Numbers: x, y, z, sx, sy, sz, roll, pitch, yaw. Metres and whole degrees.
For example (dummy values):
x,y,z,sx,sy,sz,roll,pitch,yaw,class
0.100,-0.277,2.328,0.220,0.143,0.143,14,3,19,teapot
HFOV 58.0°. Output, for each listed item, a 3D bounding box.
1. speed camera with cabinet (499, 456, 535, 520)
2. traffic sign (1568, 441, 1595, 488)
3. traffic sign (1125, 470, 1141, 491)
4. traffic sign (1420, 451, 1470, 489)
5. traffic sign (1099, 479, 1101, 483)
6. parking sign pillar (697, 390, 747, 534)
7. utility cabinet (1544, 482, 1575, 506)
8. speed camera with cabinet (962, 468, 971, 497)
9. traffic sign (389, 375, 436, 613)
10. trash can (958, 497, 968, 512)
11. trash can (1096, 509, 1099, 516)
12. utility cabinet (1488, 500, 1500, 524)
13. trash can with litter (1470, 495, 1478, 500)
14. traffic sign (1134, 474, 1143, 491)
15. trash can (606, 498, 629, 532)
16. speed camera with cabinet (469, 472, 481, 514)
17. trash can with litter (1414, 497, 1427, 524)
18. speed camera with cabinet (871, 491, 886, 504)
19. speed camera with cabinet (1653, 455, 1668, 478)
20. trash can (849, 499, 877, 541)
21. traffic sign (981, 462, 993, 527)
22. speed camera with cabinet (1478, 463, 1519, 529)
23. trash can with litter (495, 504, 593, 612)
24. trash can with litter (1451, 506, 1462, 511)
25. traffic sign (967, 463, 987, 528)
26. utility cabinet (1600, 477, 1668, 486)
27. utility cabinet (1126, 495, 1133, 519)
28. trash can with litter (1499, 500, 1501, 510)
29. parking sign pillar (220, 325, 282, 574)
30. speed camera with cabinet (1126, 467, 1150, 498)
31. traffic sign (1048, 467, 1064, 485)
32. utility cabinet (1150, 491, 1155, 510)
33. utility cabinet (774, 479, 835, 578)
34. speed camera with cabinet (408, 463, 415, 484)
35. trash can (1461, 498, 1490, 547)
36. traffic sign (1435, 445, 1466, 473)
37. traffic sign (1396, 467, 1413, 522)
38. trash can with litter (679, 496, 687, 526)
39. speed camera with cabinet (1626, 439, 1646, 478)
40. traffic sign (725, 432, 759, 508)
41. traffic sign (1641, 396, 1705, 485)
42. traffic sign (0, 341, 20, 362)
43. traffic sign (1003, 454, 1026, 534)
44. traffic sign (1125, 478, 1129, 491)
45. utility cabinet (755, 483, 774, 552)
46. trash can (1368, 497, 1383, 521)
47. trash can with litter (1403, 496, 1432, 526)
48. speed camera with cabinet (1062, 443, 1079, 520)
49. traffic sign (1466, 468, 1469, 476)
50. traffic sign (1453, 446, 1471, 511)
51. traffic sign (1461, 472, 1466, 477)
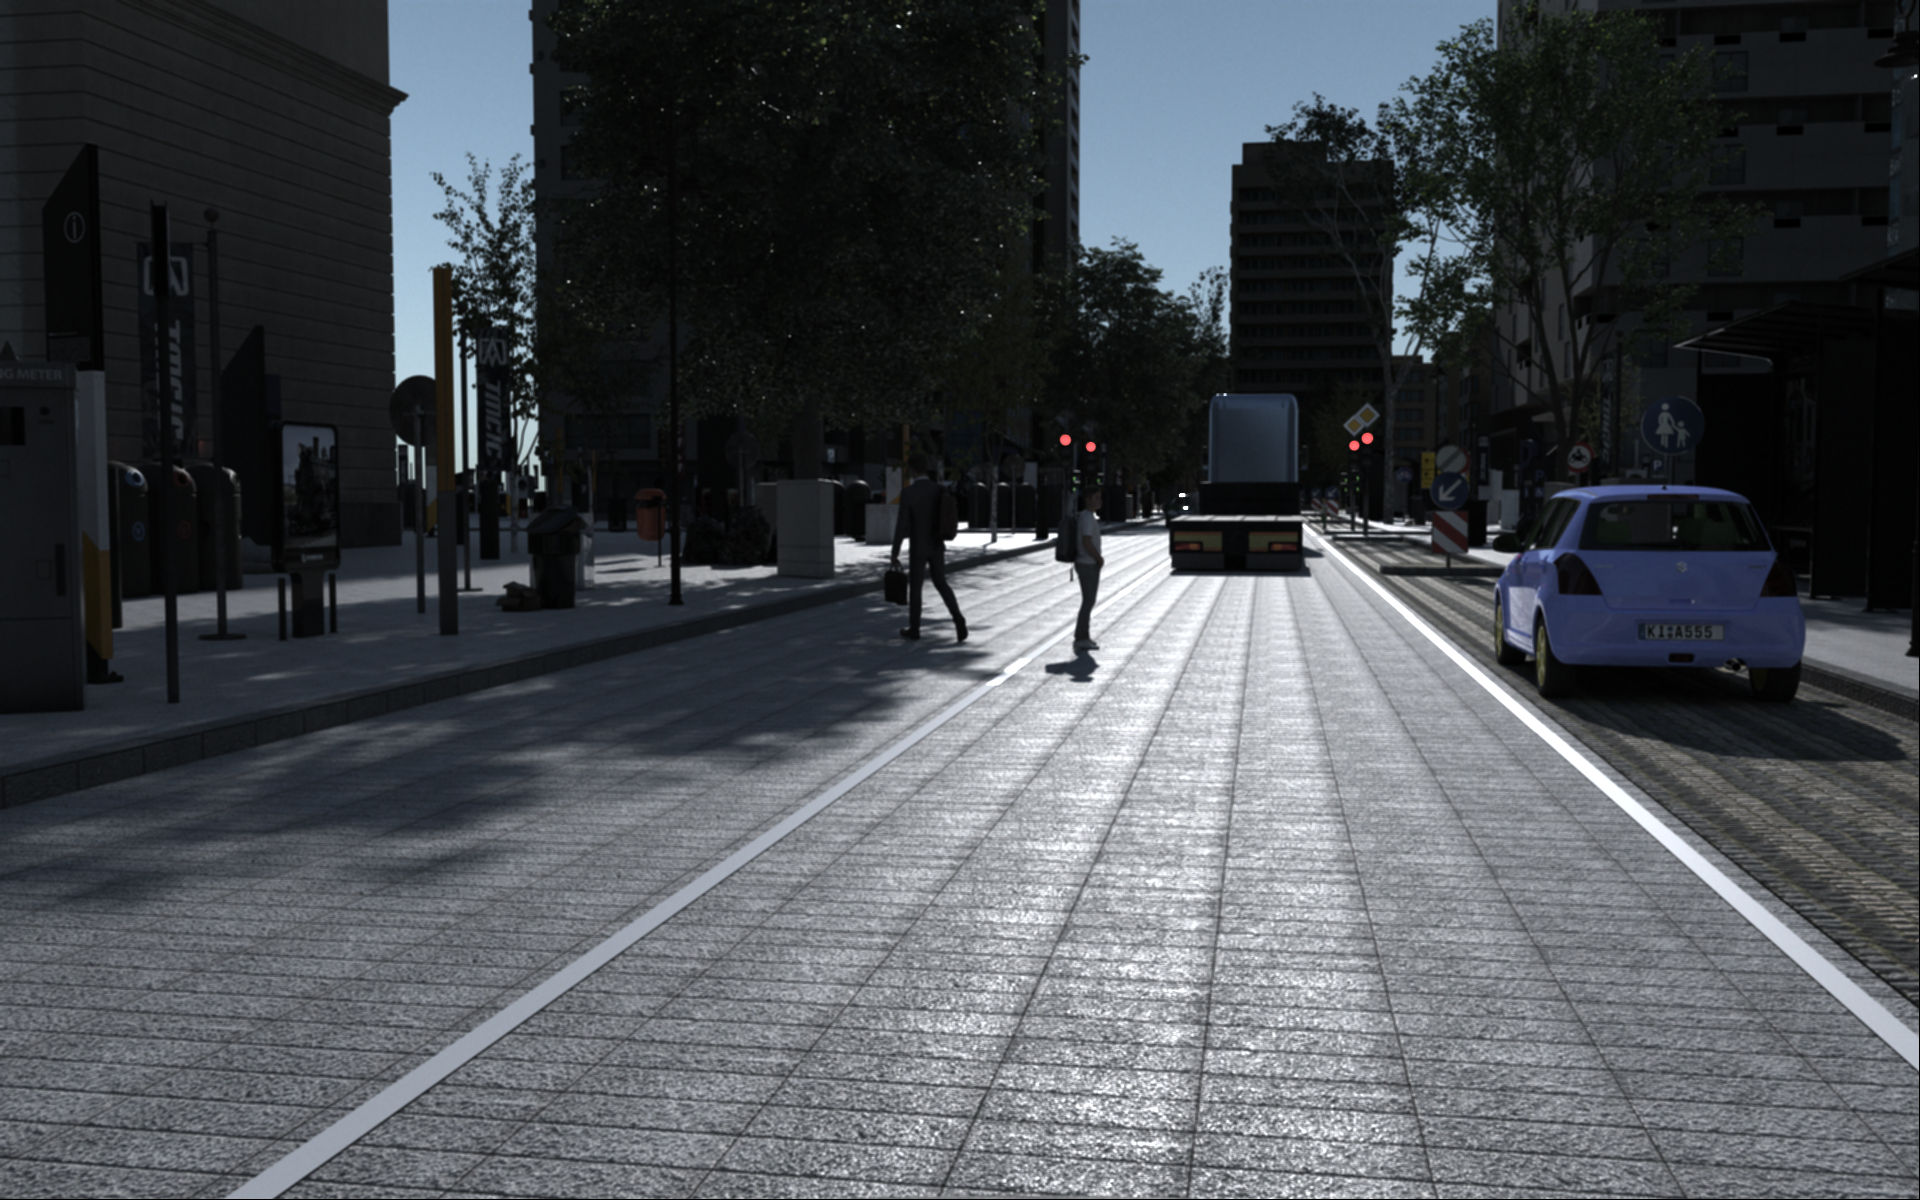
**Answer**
x,y,z,sx,sy,sz,roll,pitch,yaw,class
-22.169,-5.626,86.315,2.038,3.252,0.660,2,4,27,speed camera with cabinet
14.856,-2.542,41.667,0.768,2.556,0.104,1,4,15,traffic sign
9.399,-5.749,94.005,0.884,2.594,0.081,1,4,12,traffic sign
23.047,-5.408,82.297,2.265,3.308,0.079,1,4,13,traffic sign
9.099,-6.803,111.328,0.768,2.556,0.104,1,4,15,traffic sign
-5.970,-3.360,43.406,1.447,3.967,1.447,2,4,35,parking sign pillar
11.283,-1.463,32.597,0.318,1.500,1.173,2,4,32,utility cabinet
0.417,-8.333,130.587,0.660,3.252,2.038,3,5,45,speed camera with cabinet
-5.811,-1.131,18.604,0.768,2.556,0.104,1,4,18,traffic sign
0.182,-4.695,88.421,0.748,1.137,0.748,0,3,0,trash can
8.112,-5.392,99.810,0.748,1.137,0.748,0,3,0,trash can
22.723,-3.855,74.188,1.020,1.237,0.306,-3,5,-43,utility cabinet
30.306,-5.623,102.996,1.678,1.210,2.233,-3,5,-40,trash can with litter
10.914,-6.544,107.100,0.768,2.556,0.104,1,4,14,traffic sign
-11.494,-2.841,58.103,0.748,1.137,0.748,0,3,0,trash can
-30.876,-7.087,110.207,0.660,3.252,2.038,2,4,31,speed camera with cabinet
19.294,-3.756,72.791,0.624,1.170,1.055,1,4,15,trash can with litter
-3.409,-5.585,85.656,2.038,3.252,0.660,0,4,1,speed camera with cabinet
32.220,-5.290,80.825,0.660,3.252,2.038,-2,4,-25,speed camera with cabinet
-2.658,-2.188,47.426,0.748,1.137,0.748,0,3,0,trash can
1.125,-4.172,68.316,0.768,2.556,0.104,1,4,11,traffic sign
20.141,-4.260,63.988,0.660,3.252,2.038,-2,4,-31,speed camera with cabinet
-4.619,-0.479,19.216,0.624,1.170,1.055,2,4,27,trash can with litter
14.846,-2.424,51.015,0.624,1.170,1.055,-1,4,-9,trash can with litter
0.616,-3.872,64.496,0.795,2.450,0.064,1,4,20,traffic sign
9.166,-0.910,23.558,1.173,1.500,0.318,-2,4,-35,utility cabinet
8.353,-4.737,88.609,1.020,1.237,0.306,3,5,42,utility cabinet
28.707,-4.970,92.642,0.624,1.170,1.055,2,4,35,trash can with litter
-11.593,-2.432,28.239,1.447,3.967,1.447,3,4,38,parking sign pillar
10.925,-7.039,109.424,2.038,3.252,0.660,1,4,14,speed camera with cabinet
3.666,-3.922,66.257,0.606,2.300,0.079,1,4,16,traffic sign
14.890,-7.697,134.528,0.318,1.500,1.173,1,4,12,utility cabinet
-2.371,-1.098,26.636,0.318,1.500,1.173,-3,4,-38,utility cabinet
-34.886,-7.003,108.832,0.660,3.252,2.038,2,4,32,speed camera with cabinet
12.610,-1.886,42.482,0.748,1.137,0.748,0,3,0,trash can
12.777,-2.757,45.189,0.768,2.556,0.104,1,4,12,traffic sign
20.752,-4.942,80.906,0.768,2.556,0.104,1,4,16,traffic sign
-10.951,-3.605,69.996,1.678,1.210,2.233,1,4,12,trash can with litter
23.802,-4.194,62.912,2.038,3.252,0.660,1,4,22,speed camera with cabinet
-4.469,-2.157,35.379,0.768,2.556,0.104,1,4,18,traffic sign
9.244,-1.371,22.527,0.768,2.556,0.104,1,4,18,traffic sign
-8.080,-0.901,14.730,0.884,2.594,0.081,1,4,19,traffic sign
1.724,-3.385,55.452,0.768,2.556,0.104,1,4,19,traffic sign
13.189,-8.316,136.072,0.768,2.556,0.104,1,4,19,traffic sign
-3.460,-1.562,34.214,1.173,1.500,0.318,1,4,20,utility cabinet
21.956,-4.873,91.319,0.748,1.137,0.748,0,3,0,trash can
19.014,-3.635,70.496,2.233,1.210,1.678,0,4,1,trash can with litter
4.289,-4.483,67.635,0.660,3.252,2.038,0,4,2,speed camera with cabinet
17.741,-3.769,61.729,0.768,2.556,0.104,1,4,15,traffic sign
13.192,-2.814,46.123,0.768,2.556,0.104,1,4,11,traffic sign
13.966,-2.860,48.898,0.606,2.300,0.079,1,4,19,traffic sign
